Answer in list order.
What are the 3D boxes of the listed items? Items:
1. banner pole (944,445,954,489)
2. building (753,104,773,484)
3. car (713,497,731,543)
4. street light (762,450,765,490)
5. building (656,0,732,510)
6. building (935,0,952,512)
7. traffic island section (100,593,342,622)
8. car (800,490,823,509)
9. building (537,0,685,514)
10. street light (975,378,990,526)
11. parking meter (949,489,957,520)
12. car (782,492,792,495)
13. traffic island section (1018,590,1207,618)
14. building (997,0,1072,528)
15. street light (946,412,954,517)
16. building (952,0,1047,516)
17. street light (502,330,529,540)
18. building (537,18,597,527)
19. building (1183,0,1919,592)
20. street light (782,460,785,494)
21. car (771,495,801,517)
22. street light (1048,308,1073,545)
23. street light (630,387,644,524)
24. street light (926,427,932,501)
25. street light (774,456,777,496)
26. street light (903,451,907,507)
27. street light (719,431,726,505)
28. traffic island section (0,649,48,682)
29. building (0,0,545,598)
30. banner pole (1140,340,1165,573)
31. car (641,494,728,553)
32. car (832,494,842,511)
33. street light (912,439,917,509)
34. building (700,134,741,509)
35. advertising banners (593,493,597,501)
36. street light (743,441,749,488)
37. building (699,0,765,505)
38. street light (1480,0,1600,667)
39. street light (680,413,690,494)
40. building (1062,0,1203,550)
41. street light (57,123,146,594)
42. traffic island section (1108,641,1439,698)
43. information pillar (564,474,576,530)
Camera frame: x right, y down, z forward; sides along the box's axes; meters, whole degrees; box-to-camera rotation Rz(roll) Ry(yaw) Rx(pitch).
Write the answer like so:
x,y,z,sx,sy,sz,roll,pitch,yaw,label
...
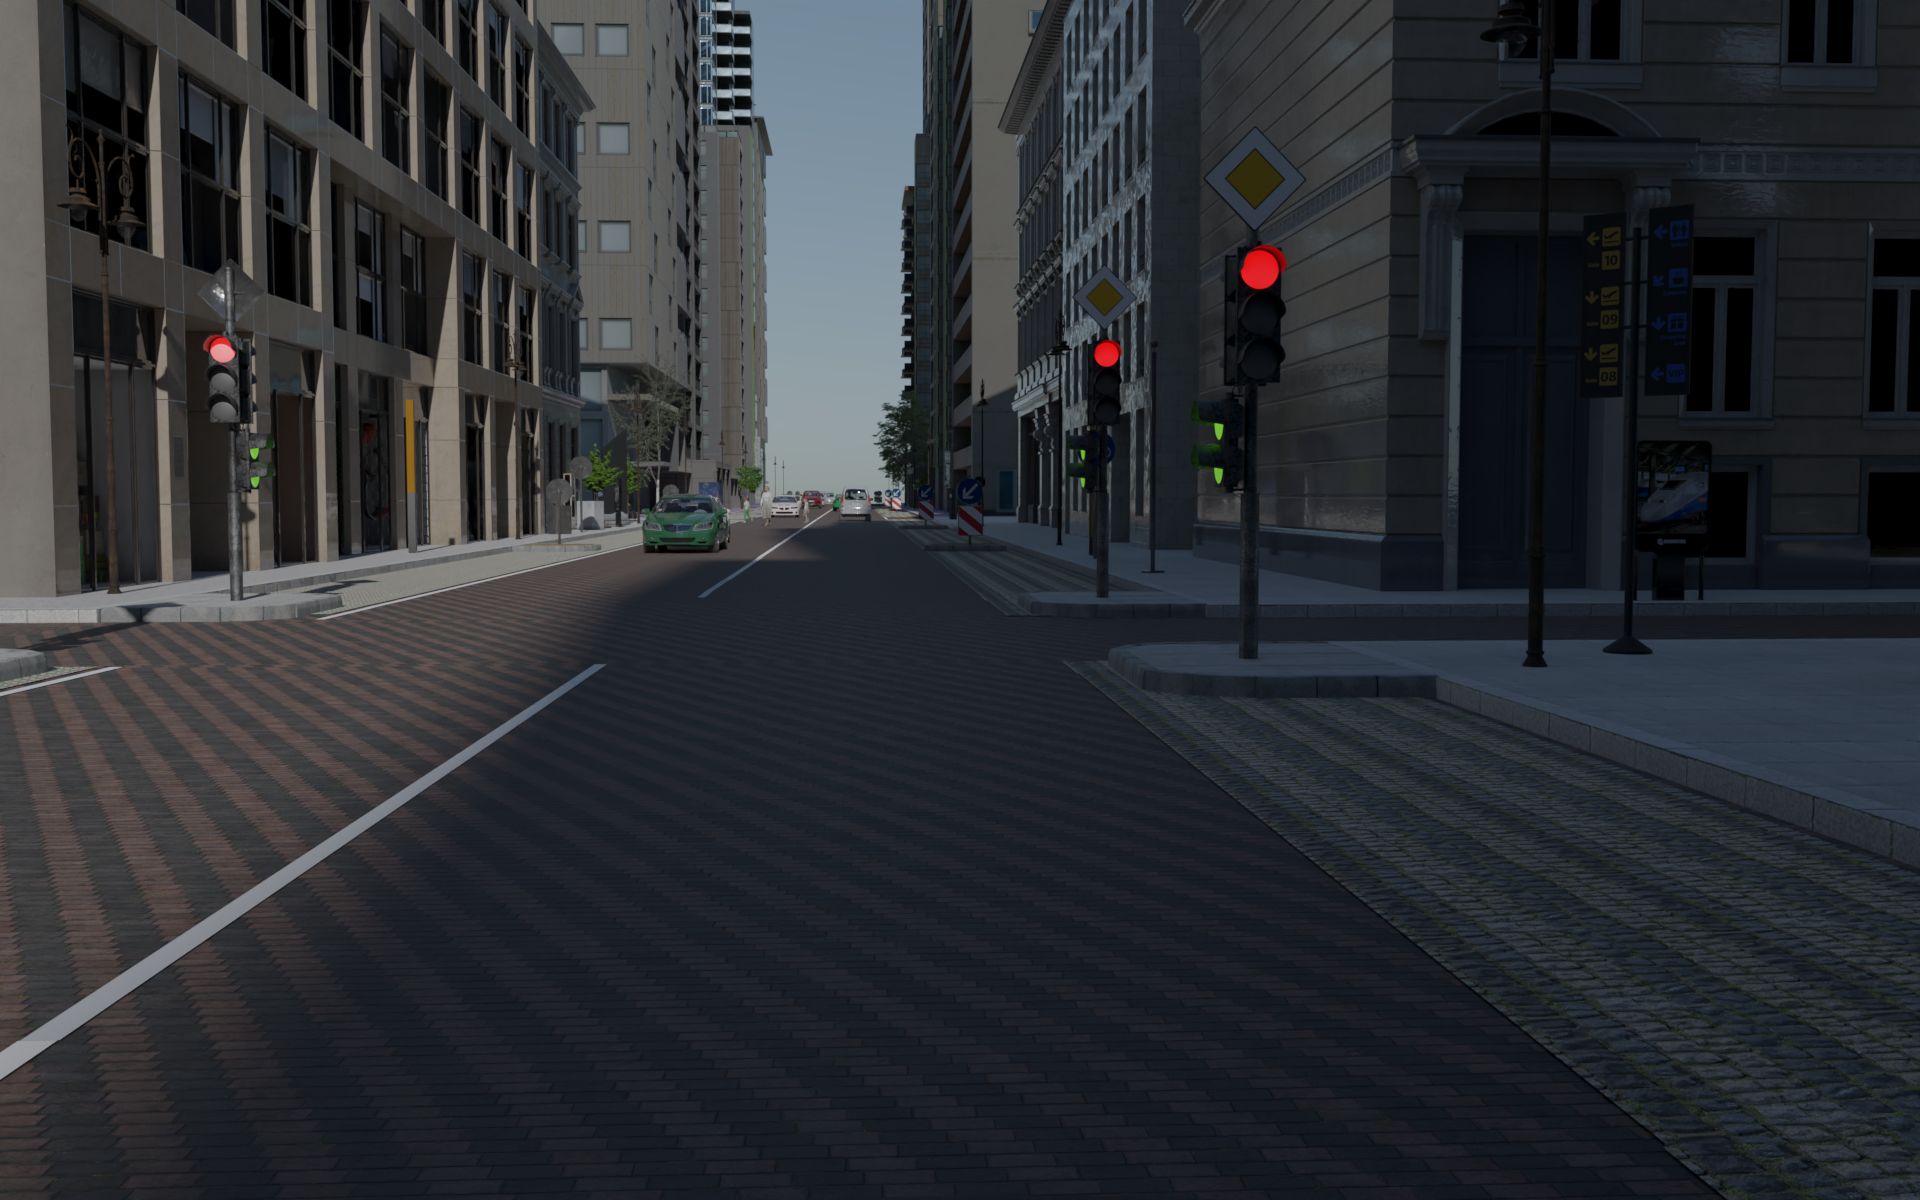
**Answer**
x,y,z,sx,sy,sz,roll,pitch,yaw,label
-0.534,-6.012,88.305,0.401,3.779,0.863,3,5,39,banner pole
-40.425,-39.634,237.248,28.713,52.752,27.495,0,4,-3,building
-7.599,-2.284,49.706,2.083,1.381,4.827,0,4,-5,car
-20.486,-12.723,180.804,0.468,5.910,1.993,0,4,-3,street light
-28.316,-42.433,132.038,20.563,71.187,20.611,0,4,-3,building
4.878,-28.126,143.460,14.154,41.232,14.086,0,4,-3,building
-8.731,0.086,20.871,2.009,0.180,2.903,0,4,-3,traffic island section
-14.548,-9.858,169.852,2.281,1.827,5.304,0,4,-4,car
-31.744,-31.749,108.342,28.713,52.752,27.495,0,4,-3,building
0.893,-5.895,69.171,0.468,5.910,1.993,0,4,-3,street light
-0.339,-4.828,87.352,0.372,1.533,0.369,0,3,0,parking meter
-18.409,-10.674,184.303,2.009,1.686,4.222,0,4,-4,car
1.791,0.048,21.503,2.009,0.180,2.903,0,4,-3,traffic island section
7.045,-13.797,76.492,10.553,20.767,40.483,0,4,-3,building
-0.546,-7.483,95.132,0.468,5.910,1.993,0,4,-3,street light
10.720,-29.813,111.145,21.300,48.544,21.600,0,4,-3,building
-12.494,-4.648,48.790,0.468,5.910,1.993,0,4,-3,street light
-20.940,-13.988,64.861,11.583,22.565,21.152,0,4,-3,building
14.860,-14.850,28.707,20.117,28.700,13.634,0,4,-3,building
-23.735,-15.909,232.907,0.468,5.910,1.993,0,4,-3,street light
-10.922,-5.839,107.823,2.083,1.381,4.827,0,4,-5,car
2.495,-4.312,43.285,0.468,5.910,1.993,0,4,-3,street light
-13.940,-6.250,74.976,0.468,5.910,1.993,0,4,-3,street light
-2.179,-8.996,119.865,0.468,5.910,1.993,0,4,-3,street light
-22.074,-14.326,207.024,0.468,5.910,1.993,0,4,-3,street light
-5.465,-12.218,172.546,0.468,5.910,1.993,0,4,-3,street light
-16.963,-9.222,123.561,0.468,5.910,1.993,0,4,-3,street light
-8.247,0.574,12.900,2.009,0.180,2.903,0,4,-3,traffic island section
-21.828,-14.222,37.039,19.350,26.468,34.151,0,4,-3,building
3.165,-2.351,28.451,0.401,3.779,0.863,0,4,3,banner pole
-6.887,-1.951,43.690,2.131,1.459,4.920,0,4,-3,car
-9.701,-8.310,144.670,1.959,1.807,4.718,0,4,-2,car
-3.839,-10.597,146.052,0.468,5.910,1.993,0,4,-3,street light
-36.456,-28.330,155.080,32.217,40.220,23.993,0,4,-3,building
-19.442,-5.858,91.968,0.090,3.025,2.074,0,4,-4,advertising banners
-18.558,-10.844,150.085,0.468,5.910,1.993,0,4,-3,street light
-34.534,-54.719,207.328,22.319,86.520,31.000,0,4,-3,building
4.281,-2.442,12.718,0.468,5.910,1.993,0,4,-3,street light
-15.473,-7.638,97.667,0.468,5.910,1.993,0,4,-3,street light
9.031,-11.817,47.956,10.420,20.320,16.860,0,4,-3,building
-10.883,-3.017,22.111,0.468,5.910,1.993,0,4,-3,street light
2.275,0.535,13.533,2.009,0.180,2.903,0,4,-3,traffic island section
-14.031,-3.532,62.247,0.304,2.012,0.304,1,4,16,information pillar
